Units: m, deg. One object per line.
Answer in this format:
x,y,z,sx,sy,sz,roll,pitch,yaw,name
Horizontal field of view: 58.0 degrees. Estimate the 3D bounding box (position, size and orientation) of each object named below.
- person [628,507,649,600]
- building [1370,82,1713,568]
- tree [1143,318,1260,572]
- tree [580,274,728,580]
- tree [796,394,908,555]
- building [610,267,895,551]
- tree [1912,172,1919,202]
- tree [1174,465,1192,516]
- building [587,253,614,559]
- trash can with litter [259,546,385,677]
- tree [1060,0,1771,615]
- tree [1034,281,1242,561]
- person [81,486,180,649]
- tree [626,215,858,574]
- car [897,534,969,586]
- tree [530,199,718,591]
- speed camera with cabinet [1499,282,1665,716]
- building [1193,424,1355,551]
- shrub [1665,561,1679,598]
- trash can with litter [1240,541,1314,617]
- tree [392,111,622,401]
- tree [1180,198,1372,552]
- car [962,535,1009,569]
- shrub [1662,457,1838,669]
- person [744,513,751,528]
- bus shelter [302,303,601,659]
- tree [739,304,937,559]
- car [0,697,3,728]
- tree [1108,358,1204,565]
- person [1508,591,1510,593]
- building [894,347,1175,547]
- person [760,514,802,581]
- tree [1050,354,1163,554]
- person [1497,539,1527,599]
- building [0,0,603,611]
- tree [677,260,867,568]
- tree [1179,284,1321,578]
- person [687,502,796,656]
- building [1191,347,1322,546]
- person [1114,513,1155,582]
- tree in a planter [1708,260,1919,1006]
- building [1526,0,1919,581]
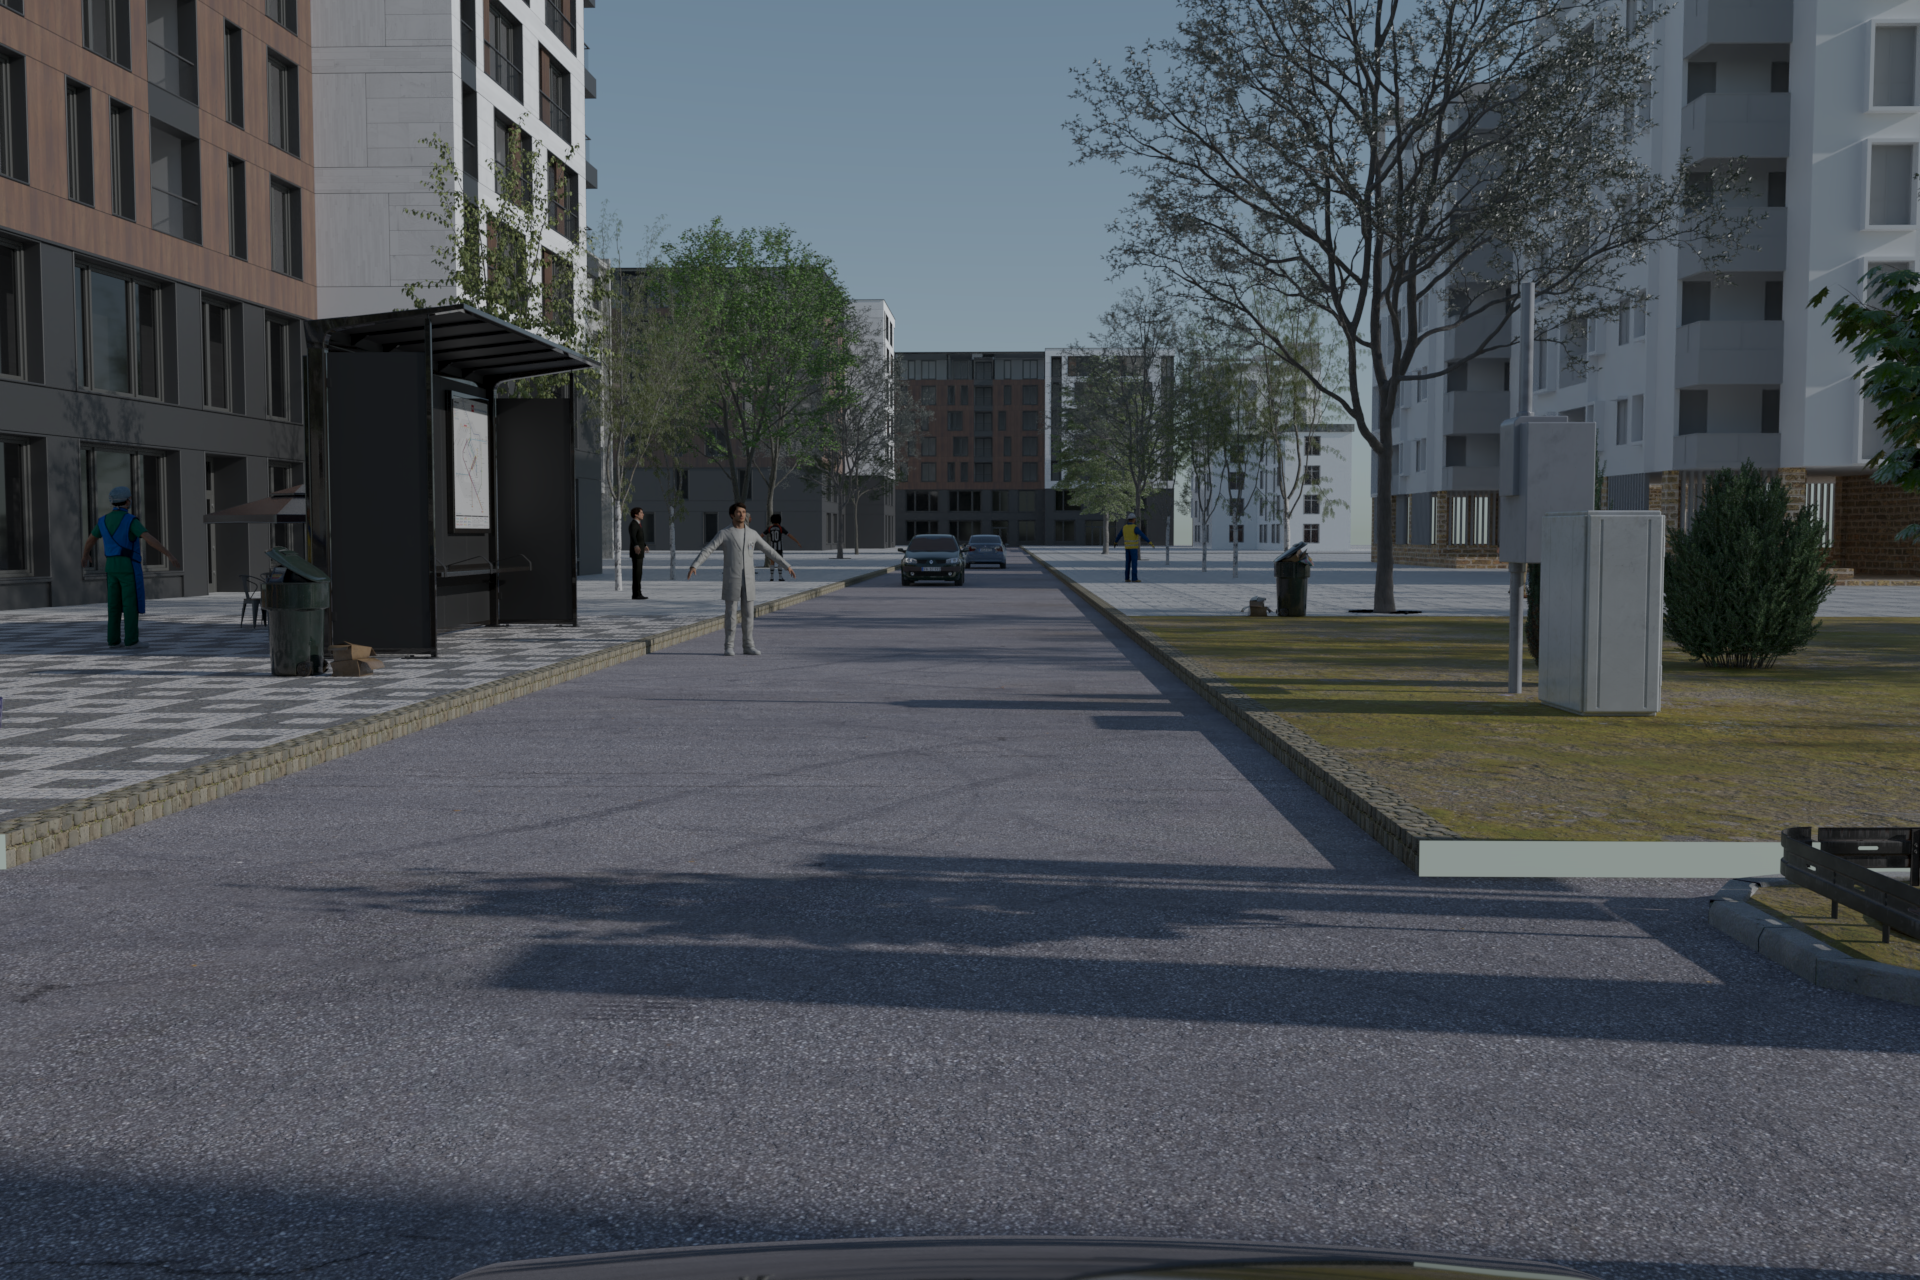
-6.291,-1.696,33.913,0.705,1.806,1.347,0,4,-3,person
23.580,-13.452,76.367,16.016,20.090,11.380,0,4,1,building
8.366,-6.632,58.793,4.360,8.622,3.978,0,3,0,tree
-7.889,-6.010,48.627,4.360,8.622,3.978,0,3,0,tree
-6.739,-10.582,107.421,7.601,10.594,8.767,-2,4,-32,tree
-20.598,-18.664,149.128,27.936,21.610,32.646,0,4,2,building
18.660,-5.521,24.673,8.767,10.594,7.601,1,4,11,tree
27.991,-16.119,197.965,7.601,10.594,8.767,0,4,1,tree
-26.687,-12.733,74.637,16.747,18.905,31.486,0,4,1,building
-5.789,-0.267,15.760,1.055,1.170,0.624,0,4,3,trash can with litter
6.757,-7.170,27.592,12.009,13.543,11.850,0,3,0,tree
8.705,-10.617,83.954,12.009,13.543,11.850,0,3,0,tree
-9.379,-0.815,19.460,1.347,1.817,0.704,1,4,18,person
-7.057,-7.947,55.691,9.928,11.665,9.643,0,3,0,tree
-0.740,-2.406,49.131,2.009,1.686,4.222,0,4,1,car
-7.985,-5.423,39.025,4.360,8.622,3.978,0,3,0,tree
4.653,-1.145,13.053,0.660,3.252,2.038,0,4,0,speed camera with cabinet
25.703,-12.470,146.024,9.099,9.664,28.070,0,4,1,building
11.416,-0.968,26.936,1.383,1.207,1.383,0,3,0,shrub
4.924,-0.949,26.909,1.055,1.170,0.624,0,4,1,trash can with litter
-8.220,-4.936,31.074,4.737,8.622,4.395,0,3,0,tree
7.250,-5.335,37.584,4.360,8.622,3.978,0,3,0,tree
1.060,-3.722,72.863,2.014,1.417,4.499,0,4,1,car
7.521,-0.751,16.704,1.690,2.028,1.600,0,3,0,shrub
-5.305,-2.267,43.201,0.705,1.813,1.348,0,4,-4,person
-5.846,-1.806,20.806,1.731,3.624,6.357,0,4,1,bus shelter
-6.113,-10.942,89.267,12.009,13.543,11.850,0,3,0,tree
-5.795,0.331,7.169,1.945,1.354,3.894,0,4,2,car
8.717,-7.411,71.531,4.360,8.622,3.978,0,3,0,tree
12.007,-1.929,37.301,0.705,1.858,1.354,2,4,34,person
7.675,-21.801,202.871,32.646,21.610,27.936,0,4,2,building
-4.977,-2.498,46.987,1.345,1.843,0.704,0,4,6,person
9.305,-11.697,109.375,7.486,12.596,7.792,0,3,0,tree
11.191,-1.732,34.597,0.705,1.796,1.348,-2,4,-29,person
-26.061,-11.967,39.639,27.936,21.610,32.646,0,4,2,building
-7.098,-8.542,65.424,9.928,11.665,9.643,0,3,0,tree
8.071,-6.152,50.952,4.360,8.622,3.978,0,3,0,tree
-2.606,-0.725,20.501,1.347,1.806,0.705,-2,4,-28,person
29.634,-19.977,183.049,16.016,20.090,11.380,0,4,1,building
4.586,-2.455,46.104,1.349,1.833,0.705,3,5,44,person
3.727,-0.527,5.843,1.991,3.239,1.994,0,4,2,tree in a planter
23.662,-12.147,55.023,16.016,20.090,11.380,0,4,1,building
